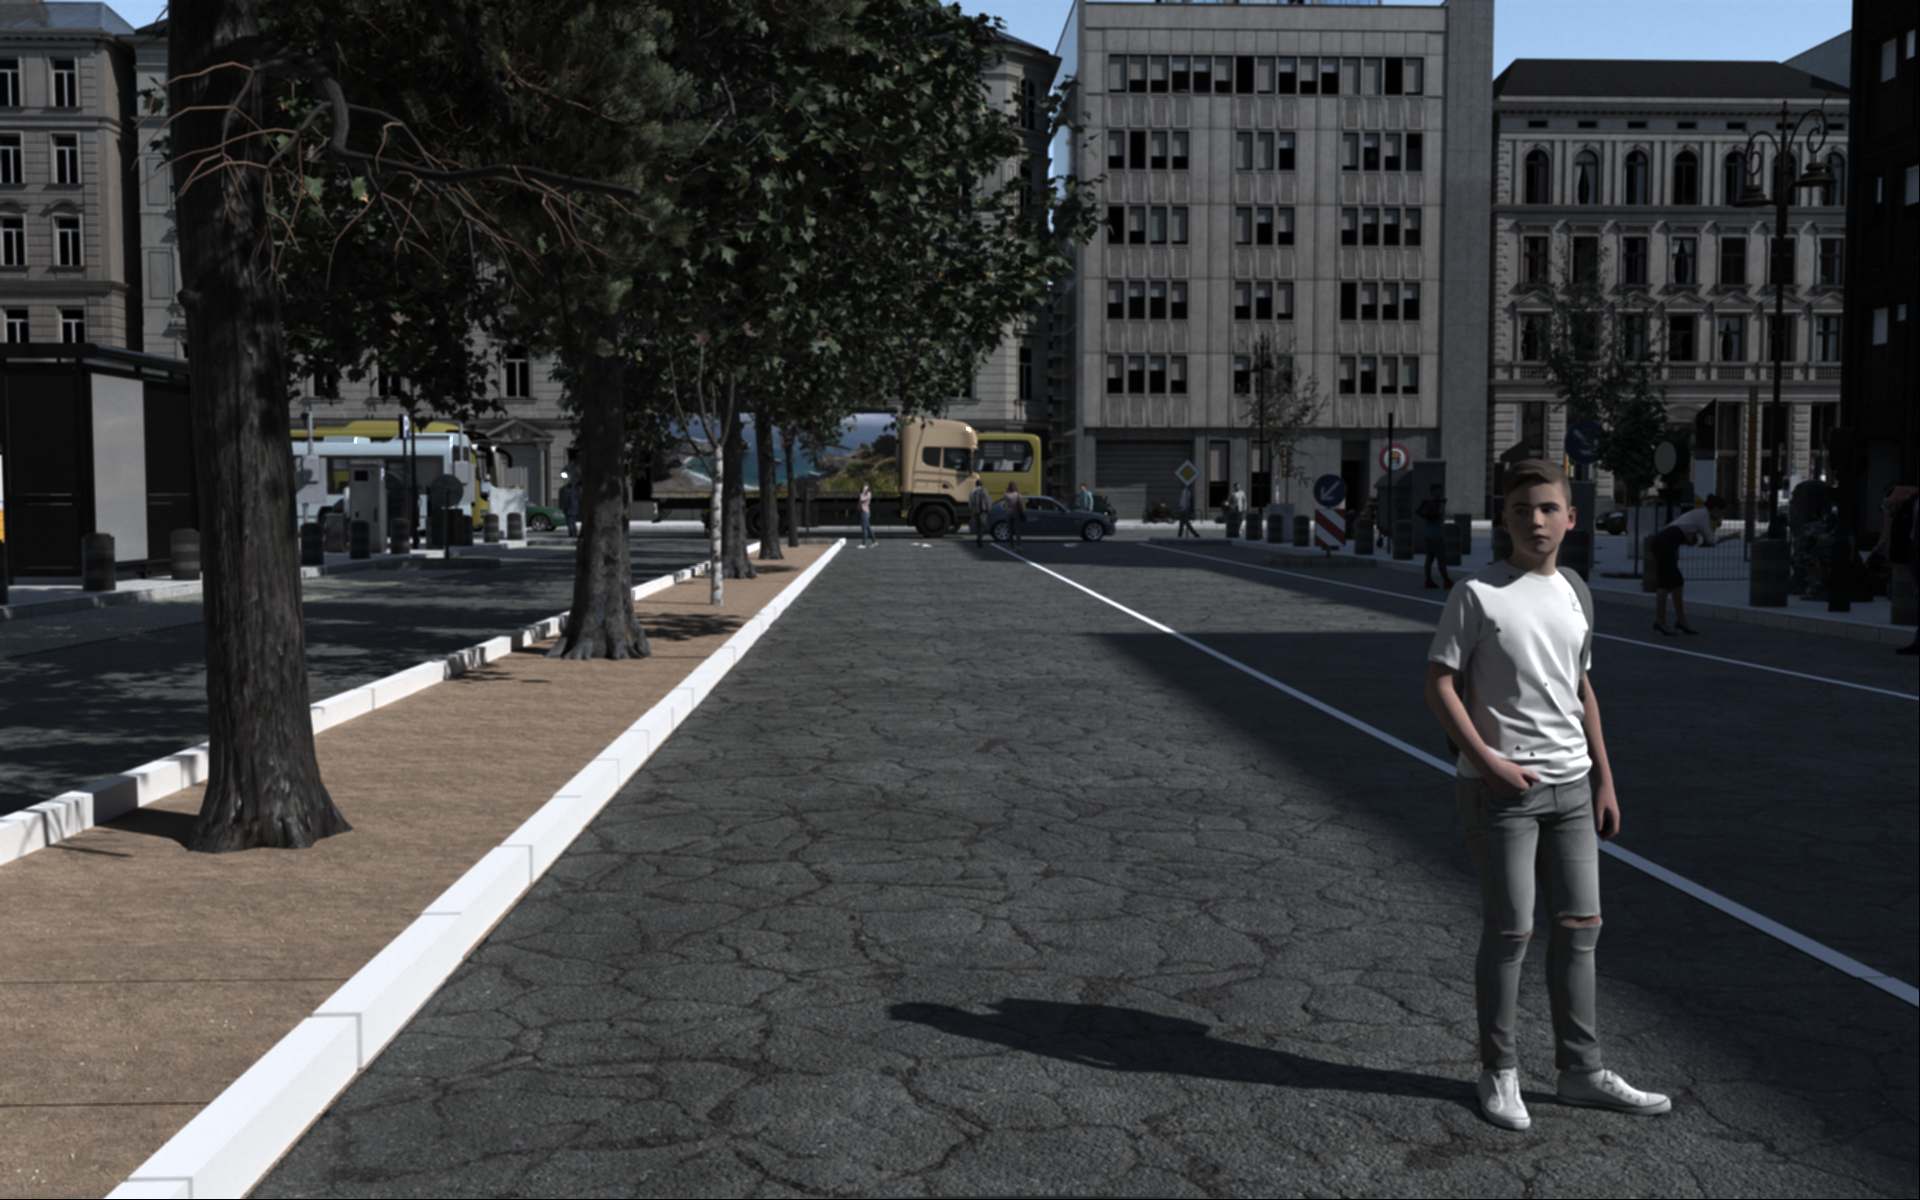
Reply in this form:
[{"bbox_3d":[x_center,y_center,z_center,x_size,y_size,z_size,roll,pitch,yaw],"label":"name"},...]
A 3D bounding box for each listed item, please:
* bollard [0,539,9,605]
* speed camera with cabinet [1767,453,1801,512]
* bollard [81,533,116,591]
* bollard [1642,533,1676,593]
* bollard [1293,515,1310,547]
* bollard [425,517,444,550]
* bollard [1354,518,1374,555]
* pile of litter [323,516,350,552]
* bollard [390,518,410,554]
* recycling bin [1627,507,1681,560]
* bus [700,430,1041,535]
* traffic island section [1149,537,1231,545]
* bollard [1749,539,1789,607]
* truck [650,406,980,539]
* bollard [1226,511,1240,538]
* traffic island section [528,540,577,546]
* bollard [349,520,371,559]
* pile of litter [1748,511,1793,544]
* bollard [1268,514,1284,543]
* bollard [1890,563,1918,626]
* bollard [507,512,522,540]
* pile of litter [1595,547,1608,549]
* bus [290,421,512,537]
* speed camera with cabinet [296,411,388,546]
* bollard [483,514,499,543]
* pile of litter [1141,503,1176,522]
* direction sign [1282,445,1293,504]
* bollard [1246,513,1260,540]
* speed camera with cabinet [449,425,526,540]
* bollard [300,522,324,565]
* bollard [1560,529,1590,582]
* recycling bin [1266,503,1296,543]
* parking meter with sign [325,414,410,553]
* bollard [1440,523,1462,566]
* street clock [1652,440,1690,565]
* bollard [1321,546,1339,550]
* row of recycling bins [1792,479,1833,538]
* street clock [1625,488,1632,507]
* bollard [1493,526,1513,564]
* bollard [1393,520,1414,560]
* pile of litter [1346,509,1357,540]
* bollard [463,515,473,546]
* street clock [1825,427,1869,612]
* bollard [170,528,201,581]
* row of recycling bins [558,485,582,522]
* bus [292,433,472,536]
[{"bbox_3d":[-11.321,-0.334,20.173,0.404,0.777,0.398,0,3,0],"label":"bollard"},{"bbox_3d":[39.737,-5.455,83.526,0.660,3.252,2.038,0,4,-4],"label":"speed camera with cabinet"},{"bbox_3d":[-11.434,-0.506,22.988,0.404,0.777,0.398,0,3,0],"label":"bollard"},{"bbox_3d":[9.146,-0.485,22.647,0.404,0.777,0.398,0,3,0],"label":"bollard"},{"bbox_3d":[8.360,-1.693,42.396,0.404,0.777,0.398,0,3,0],"label":"bollard"},{"bbox_3d":[-12.110,-1.541,39.915,0.404,0.777,0.398,0,3,0],"label":"bollard"},{"bbox_3d":[8.578,-1.348,36.750,0.404,0.777,0.398,0,3,0],"label":"bollard"},{"bbox_3d":[-14.038,-1.544,39.208,1.176,0.858,1.719,1,4,9],"label":"pile of litter"},{"bbox_3d":[-11.997,-1.369,37.092,0.404,0.777,0.398,0,3,0],"label":"bollard"},{"bbox_3d":[13.682,-1.321,34.154,0.722,1.027,0.722,-1,4,-17],"label":"recycling bin"},{"bbox_3d":[-3.307,-4.287,61.636,12.252,3.916,2.896,0,4,-1],"label":"bus"},{"bbox_3d":[6.554,-1.687,49.864,2.009,0.180,2.903,0,4,-2],"label":"traffic island section"},{"bbox_3d":[9.259,-0.312,19.820,0.404,0.777,0.398,0,3,0],"label":"bollard"},{"bbox_3d":[-4.324,-4.131,56.460,11.283,4.237,2.839,0,4,-3],"label":"truck"},{"bbox_3d":[8.015,-2.211,50.863,0.404,0.777,0.398,0,3,0],"label":"bollard"},{"bbox_3d":[-10.974,-1.645,49.170,2.009,0.180,2.903,0,4,-2],"label":"traffic island section"},{"bbox_3d":[-11.884,-1.196,34.278,0.404,0.777,0.398,0,3,0],"label":"bollard"},{"bbox_3d":[21.042,-1.900,45.024,1.176,0.858,1.719,2,4,31],"label":"pile of litter"},{"bbox_3d":[8.240,-1.865,45.210,0.404,0.777,0.398,0,3,0],"label":"bollard"},{"bbox_3d":[9.368,-0.139,16.997,0.404,0.777,0.398,0,3,0],"label":"bollard"},{"bbox_3d":[-12.447,-2.058,48.362,0.404,0.777,0.398,0,3,0],"label":"bollard"},{"bbox_3d":[14.345,-1.646,40.875,1.719,0.858,1.176,2,4,32],"label":"pile of litter"},{"bbox_3d":[-21.630,-4.103,58.625,12.252,3.916,2.896,0,4,-1],"label":"bus"},{"bbox_3d":[-14.932,-2.906,41.852,2.038,3.252,0.660,-1,4,-17],"label":"speed camera with cabinet"},{"bbox_3d":[-12.333,-1.886,45.547,0.404,0.777,0.398,0,3,0],"label":"bollard"},{"bbox_3d":[9.221,-4.013,79.578,1.719,0.858,1.176,2,4,29],"label":"pile of litter"},{"bbox_3d":[15.006,-5.349,79.452,0.379,3.537,0.876,3,5,43],"label":"direction sign"},{"bbox_3d":[8.129,-2.038,48.039,0.404,0.777,0.398,0,3,0],"label":"bollard"},{"bbox_3d":[-13.353,-3.340,48.942,2.038,3.252,0.660,-1,4,-11],"label":"speed camera with cabinet"},{"bbox_3d":[-11.771,-1.024,31.457,0.404,0.777,0.398,0,3,0],"label":"bollard"},{"bbox_3d":[9.038,-0.657,25.461,0.404,0.777,0.398,0,3,0],"label":"bollard"},{"bbox_3d":[8.581,-2.060,46.235,0.722,1.027,0.722,1,4,16],"label":"recycling bin"},{"bbox_3d":[-12.949,-2.542,37.823,1.738,3.016,0.543,0,4,-3],"label":"parking meter with sign"},{"bbox_3d":[8.804,-1.002,31.104,0.404,0.777,0.398,0,3,0],"label":"bollard"},{"bbox_3d":[9.567,-1.149,23.354,0.358,2.002,0.471,-1,4,-19],"label":"street clock"},{"bbox_3d":[8.466,-1.521,39.581,0.404,0.777,0.398,0,3,0],"label":"bollard"},{"bbox_3d":[24.458,-2.599,49.609,1.069,1.692,3.534,2,4,23],"label":"row of recycling bins"},{"bbox_3d":[31.389,-4.691,81.273,0.358,2.002,0.471,2,4,28],"label":"street clock"},{"bbox_3d":[8.918,-0.829,28.279,0.404,0.777,0.398,0,3,0],"label":"bollard"},{"bbox_3d":[8.690,-1.175,33.936,0.404,0.777,0.398,0,3,0],"label":"bollard"},{"bbox_3d":[10.830,-2.157,49.228,1.176,0.858,1.719,1,4,11],"label":"pile of litter"},{"bbox_3d":[-12.222,-1.713,42.732,0.404,0.777,0.398,0,3,0],"label":"bollard"},{"bbox_3d":[9.608,-0.874,18.866,0.358,2.002,0.471,3,4,37],"label":"street clock"},{"bbox_3d":[-11.539,-0.678,25.803,0.404,0.777,0.398,0,3,0],"label":"bollard"},{"bbox_3d":[-16.835,-4.400,79.045,3.534,1.692,1.069,2,4,25],"label":"row of recycling bins"},{"bbox_3d":[-21.829,-3.530,52.580,13.247,3.499,2.948,0,4,-3],"label":"bus"}]
